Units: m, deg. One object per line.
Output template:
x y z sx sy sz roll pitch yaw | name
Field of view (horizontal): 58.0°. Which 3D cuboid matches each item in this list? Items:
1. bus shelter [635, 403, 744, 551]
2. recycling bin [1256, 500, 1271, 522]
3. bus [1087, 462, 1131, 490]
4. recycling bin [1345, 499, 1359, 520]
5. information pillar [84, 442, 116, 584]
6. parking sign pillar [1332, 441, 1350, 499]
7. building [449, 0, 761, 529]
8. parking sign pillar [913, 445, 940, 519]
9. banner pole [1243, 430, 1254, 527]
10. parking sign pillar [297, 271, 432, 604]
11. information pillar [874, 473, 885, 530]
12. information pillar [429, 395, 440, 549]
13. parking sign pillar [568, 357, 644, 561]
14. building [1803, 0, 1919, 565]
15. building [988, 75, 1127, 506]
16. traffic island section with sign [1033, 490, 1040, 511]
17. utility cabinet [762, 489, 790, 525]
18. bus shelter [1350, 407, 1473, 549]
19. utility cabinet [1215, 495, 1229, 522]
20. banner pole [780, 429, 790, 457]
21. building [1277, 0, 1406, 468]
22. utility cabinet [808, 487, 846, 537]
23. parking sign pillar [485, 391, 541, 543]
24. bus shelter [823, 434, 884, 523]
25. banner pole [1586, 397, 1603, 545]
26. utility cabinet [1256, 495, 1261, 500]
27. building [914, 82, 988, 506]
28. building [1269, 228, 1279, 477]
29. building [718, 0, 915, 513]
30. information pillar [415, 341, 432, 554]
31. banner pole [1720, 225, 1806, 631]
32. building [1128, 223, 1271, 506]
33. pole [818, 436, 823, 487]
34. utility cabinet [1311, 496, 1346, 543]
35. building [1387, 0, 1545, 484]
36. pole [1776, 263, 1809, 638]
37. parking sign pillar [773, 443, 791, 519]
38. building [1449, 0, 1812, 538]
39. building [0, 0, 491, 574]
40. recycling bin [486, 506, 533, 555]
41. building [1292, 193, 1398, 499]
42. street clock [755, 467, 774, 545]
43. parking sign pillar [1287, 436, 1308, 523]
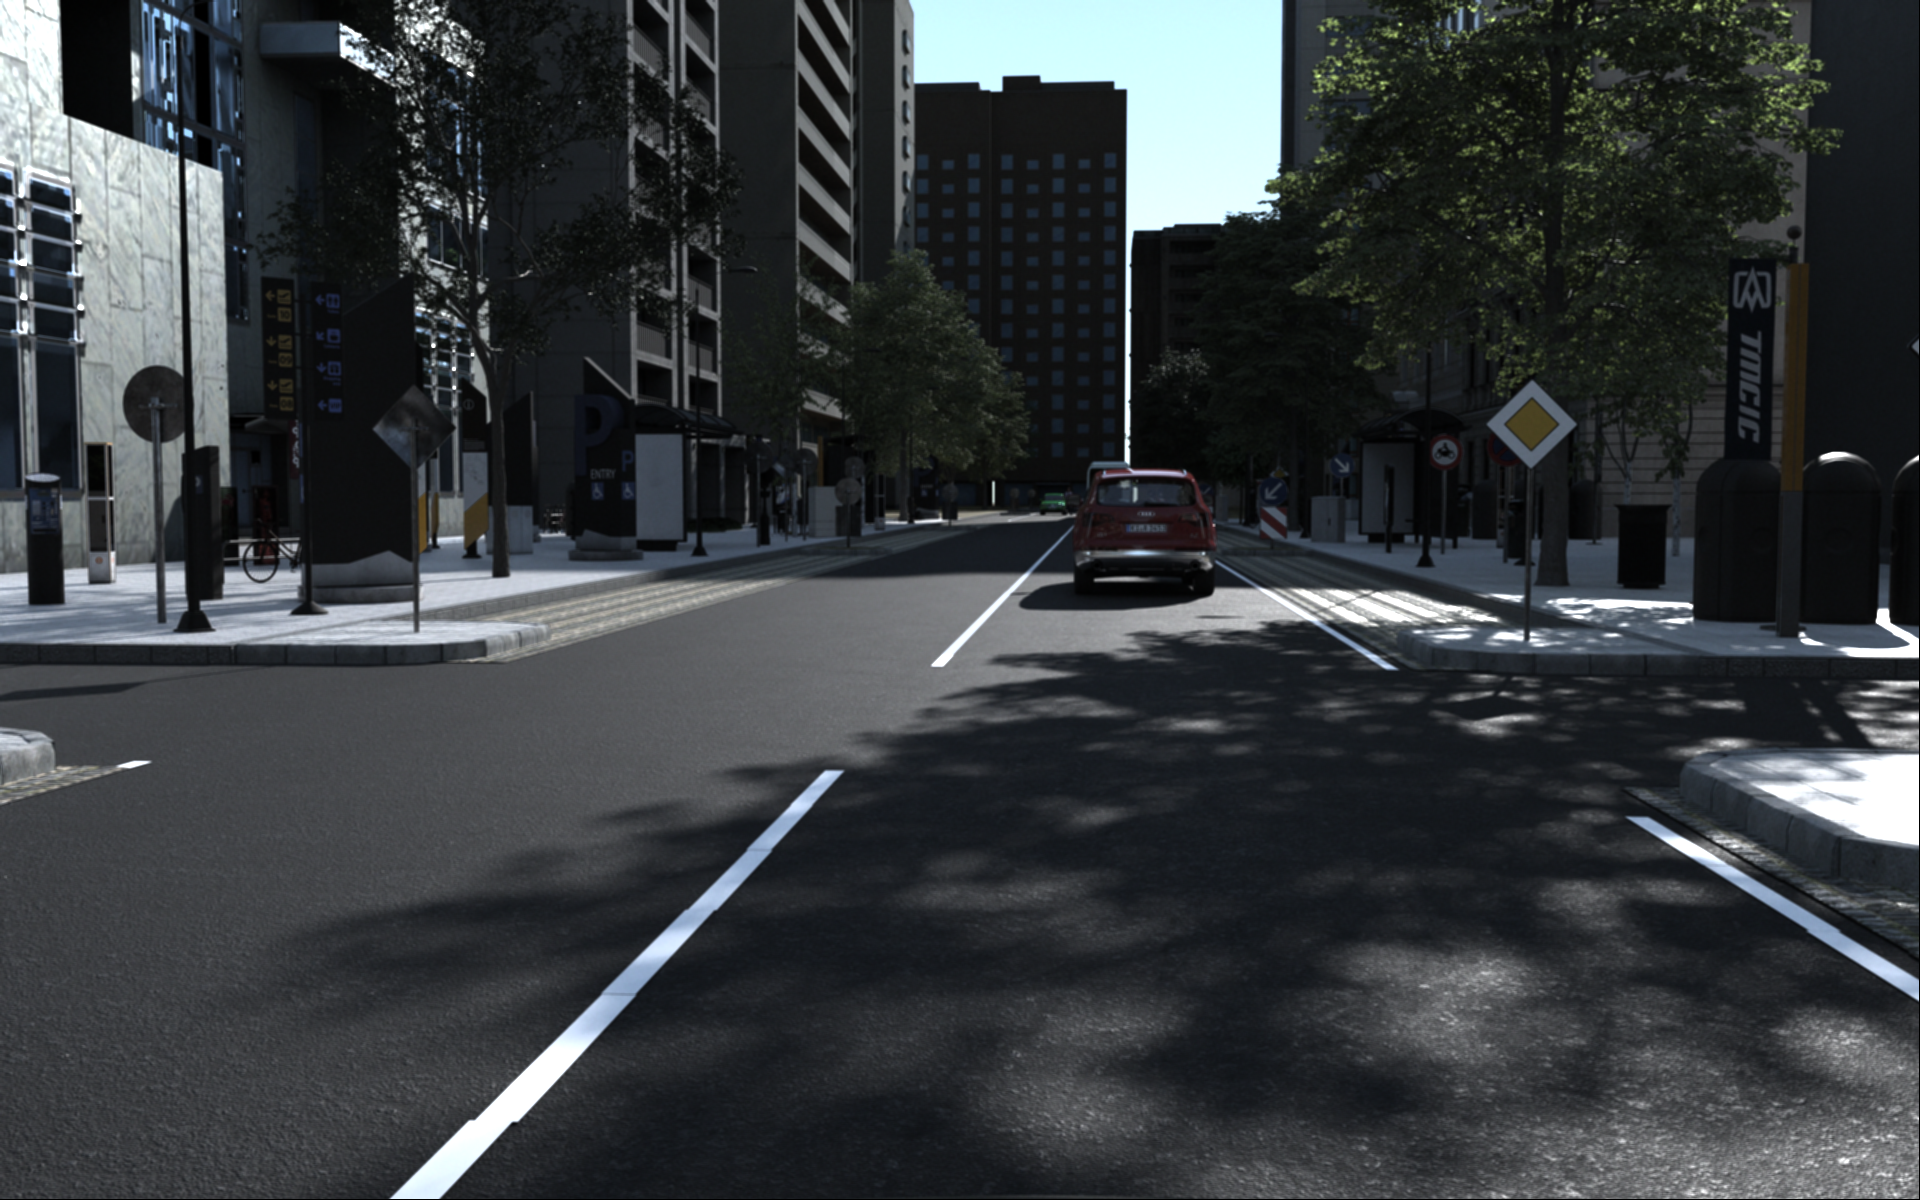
-6.689 -2.893 41.222 2.014 3.302 5.546 0 4 5 | bus shelter
13.696 -4.053 78.814 0.722 1.027 0.722 -1 4 -19 | recycling bin
9.194 -6.739 105.038 2.948 3.499 13.247 0 4 6 | bus
19.261 -4.430 84.977 0.722 1.027 0.722 -1 4 -20 | recycling bin
-12.312 -1.242 24.806 0.304 2.012 0.304 -1 4 -12 | information pillar
19.209 -6.047 87.333 1.447 3.967 1.447 2 4 34 | parking sign pillar
-19.077 -38.771 72.150 20.563 71.187 20.611 0 4 5 | building
-1.770 -6.165 89.272 1.447 3.967 1.447 1 4 23 | parking sign pillar
11.286 -4.725 67.274 0.401 3.779 0.863 0 4 -4 | banner pole
-7.225 -1.977 20.789 1.447 3.967 1.447 -3 5 -39 | parking sign pillar
-2.838 -3.469 61.217 0.304 2.012 0.304 -1 4 -22 | information pillar
-12.361 -3.018 40.699 0.183 3.616 0.504 -2 4 -29 | information pillar
-6.916 -2.767 33.719 1.447 3.967 1.447 3 4 36 | parking sign pillar
28.476 -14.274 26.886 24.014 27.812 14.314 0 4 5 | building
10.868 -32.938 188.643 14.200 45.320 14.600 0 4 5 | building
6.055 -8.318 144.626 1.989 1.847 2.006 0 4 5 | traffic island section with sign
-7.617 -3.855 71.704 1.173 1.500 0.318 1 4 21 | utility cabinet
11.099 -3.004 43.035 2.014 3.302 5.546 0 4 5 | bus shelter
12.145 -4.234 80.383 0.306 1.237 1.020 -1 4 -10 | utility cabinet
-6.744 -4.673 66.422 0.401 3.779 0.863 -3 4 -36 | banner pole
36.707 -36.616 140.668 21.231 58.520 28.212 0 4 5 | building
-3.969 -2.593 51.078 0.318 1.500 1.173 3 5 40 | utility cabinet
-11.869 -3.511 45.878 1.447 3.967 1.447 1 4 10 | parking sign pillar
-4.321 -4.837 70.365 1.731 3.624 6.357 0 4 5 | bus shelter
16.134 -3.289 43.798 0.401 3.779 0.863 0 4 8 | banner pole
14.852 -4.478 84.372 1.020 1.237 0.306 1 4 9 | utility cabinet
-3.353 -32.963 189.063 14.200 45.320 14.600 0 4 5 | building
39.455 -25.344 186.083 14.107 30.474 14.160 0 4 5 | building
-15.521 -32.146 149.285 21.600 48.544 21.300 0 4 5 | building
-7.318 -1.927 22.854 0.504 3.616 0.183 -3 4 -37 | information pillar
7.547 -1.604 16.237 0.863 3.779 0.401 0 4 -5 | banner pole
25.446 -25.452 187.838 14.107 30.474 14.160 0 4 5 | building
-4.894 -4.094 60.783 0.158 3.312 0.155 0 3 0 | pole
9.776 -2.132 46.017 0.306 1.237 1.020 -2 4 -32 | utility cabinet
27.730 -17.895 78.488 13.634 28.700 20.117 0 4 5 | building
7.426 -1.321 15.449 0.158 3.312 0.155 0 3 0 | pole
-9.327 -6.131 88.709 1.447 3.967 1.447 0 4 -5 | parking sign pillar
23.765 -11.900 59.187 10.561 19.102 19.286 0 4 5 | building
-25.440 -44.384 38.353 22.319 86.520 31.000 0 4 5 | building
-9.644 -1.500 37.073 0.722 1.027 0.722 2 4 32 | recycling bin
37.108 -16.384 112.924 27.650 21.520 28.899 0 4 5 | building
-4.921 -2.388 43.616 0.358 2.002 0.471 3 4 38 | street clock
14.887 -5.346 75.871 1.447 3.967 1.447 0 4 -3 | parking sign pillar
